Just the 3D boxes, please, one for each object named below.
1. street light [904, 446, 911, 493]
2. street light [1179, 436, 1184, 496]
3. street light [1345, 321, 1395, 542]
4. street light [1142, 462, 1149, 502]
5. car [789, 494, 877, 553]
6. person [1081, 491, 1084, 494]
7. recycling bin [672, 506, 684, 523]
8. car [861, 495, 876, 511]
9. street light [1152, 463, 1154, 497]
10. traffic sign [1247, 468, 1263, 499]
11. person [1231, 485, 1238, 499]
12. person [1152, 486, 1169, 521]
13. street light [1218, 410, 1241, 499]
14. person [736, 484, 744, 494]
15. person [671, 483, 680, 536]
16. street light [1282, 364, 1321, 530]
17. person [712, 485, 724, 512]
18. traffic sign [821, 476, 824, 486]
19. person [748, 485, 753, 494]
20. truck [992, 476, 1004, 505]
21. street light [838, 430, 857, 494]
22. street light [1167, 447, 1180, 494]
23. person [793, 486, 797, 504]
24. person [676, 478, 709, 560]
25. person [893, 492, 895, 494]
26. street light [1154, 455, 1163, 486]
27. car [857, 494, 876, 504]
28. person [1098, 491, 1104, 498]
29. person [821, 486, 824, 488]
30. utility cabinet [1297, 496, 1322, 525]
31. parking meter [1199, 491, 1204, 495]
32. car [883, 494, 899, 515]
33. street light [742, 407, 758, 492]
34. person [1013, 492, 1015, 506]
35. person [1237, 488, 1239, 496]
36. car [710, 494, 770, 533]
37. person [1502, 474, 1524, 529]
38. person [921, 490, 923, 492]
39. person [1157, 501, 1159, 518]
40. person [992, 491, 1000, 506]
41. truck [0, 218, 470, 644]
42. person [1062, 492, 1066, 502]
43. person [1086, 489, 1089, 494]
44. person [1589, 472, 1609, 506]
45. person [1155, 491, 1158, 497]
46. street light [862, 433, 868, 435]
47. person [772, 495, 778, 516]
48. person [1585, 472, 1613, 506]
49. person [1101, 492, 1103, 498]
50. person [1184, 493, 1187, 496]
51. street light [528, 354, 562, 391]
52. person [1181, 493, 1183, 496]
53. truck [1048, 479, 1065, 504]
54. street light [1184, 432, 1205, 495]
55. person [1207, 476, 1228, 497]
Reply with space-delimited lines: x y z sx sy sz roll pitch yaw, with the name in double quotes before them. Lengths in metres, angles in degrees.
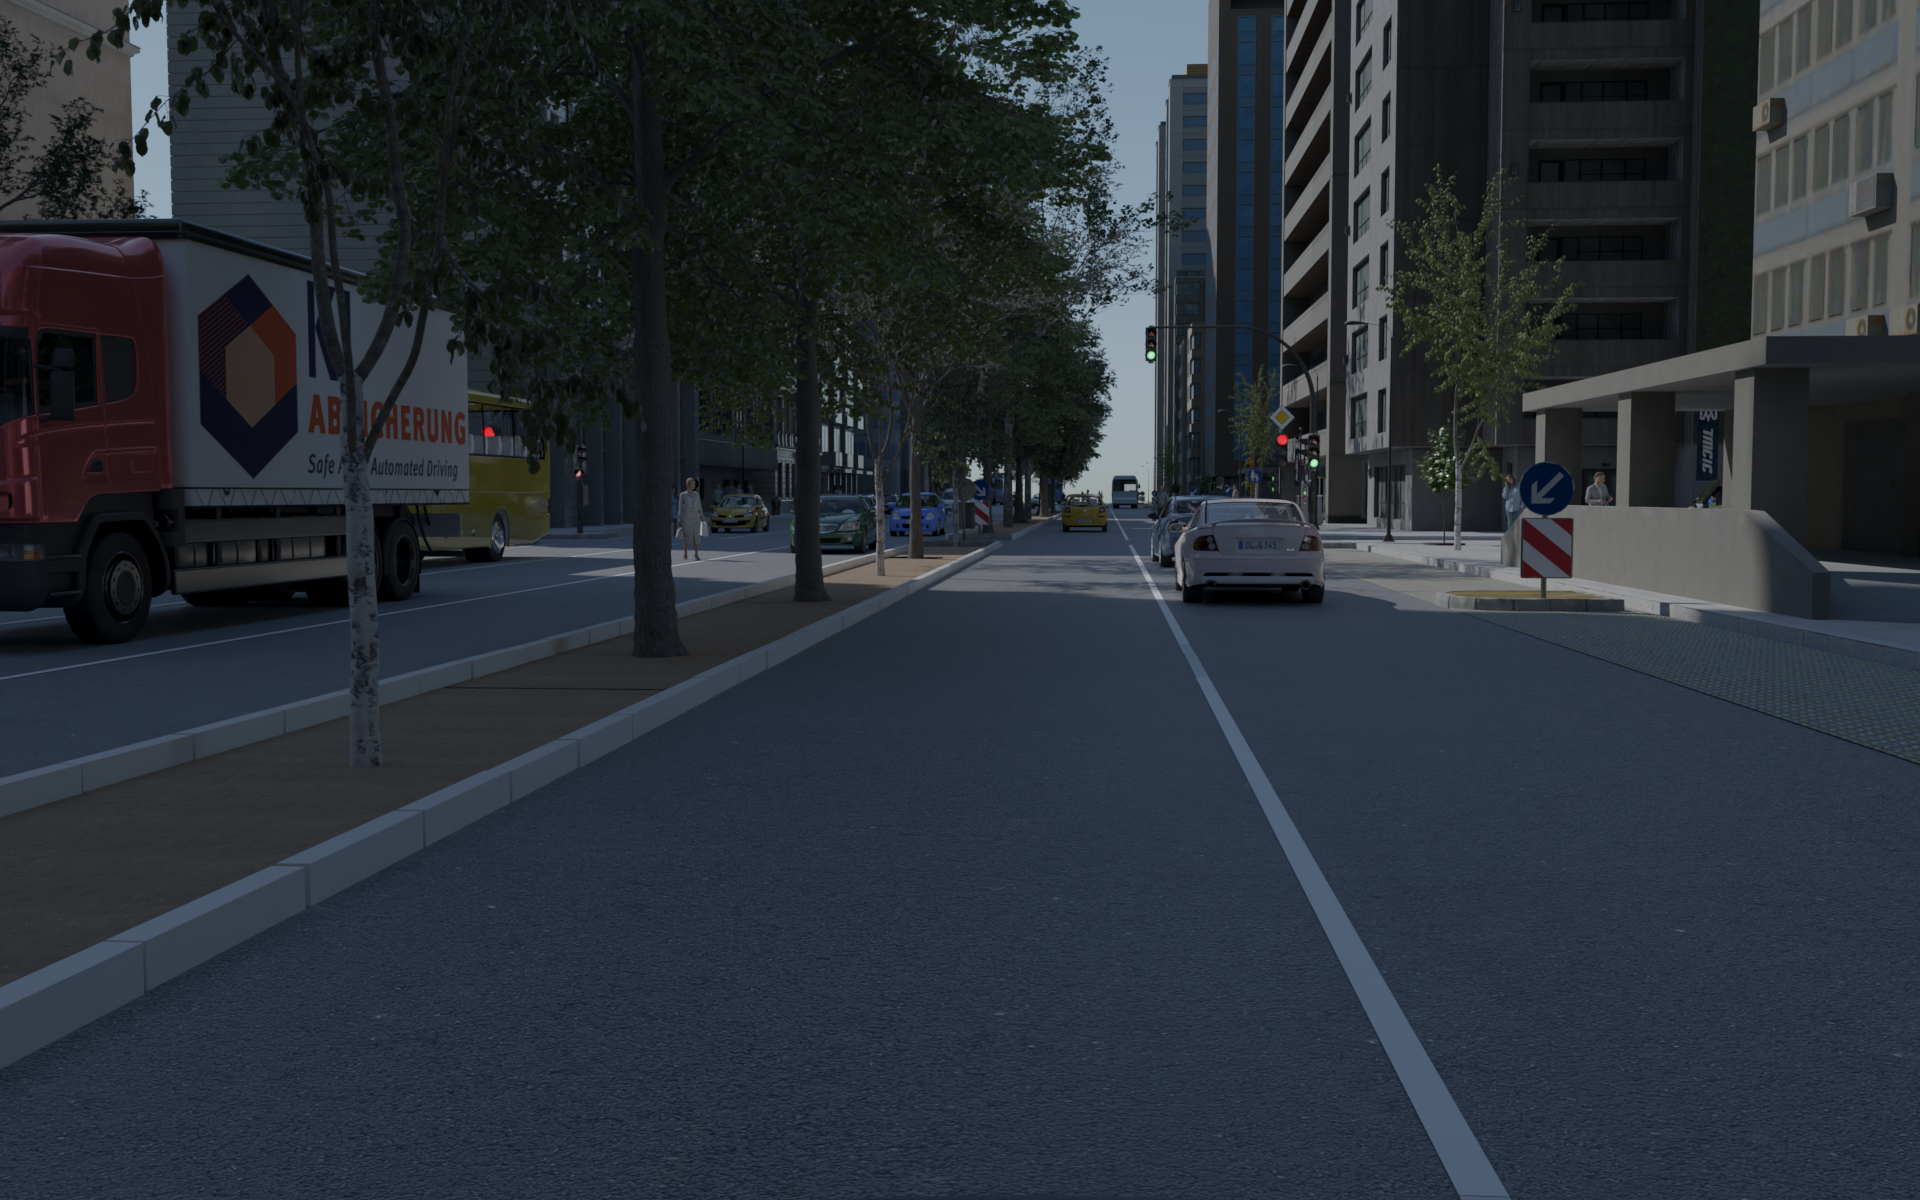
"street light" -4.830 -11.849 166.268 1.470 5.913 1.316 0 4 5
"street light" 18.427 -10.095 137.592 1.470 5.913 1.316 0 4 5
"street light" 10.995 -4.522 46.472 1.470 5.913 1.316 0 4 5
"street light" 27.916 -17.238 254.385 1.470 5.913 1.316 0 4 5
"car" -3.098 -1.928 43.322 2.131 1.459 4.920 0 4 4
"person" 13.376 -10.999 189.004 0.551 1.740 0.621 2 4 27
"recycling bin" -12.719 -3.975 77.537 0.722 1.027 0.722 1 4 18
"car" -4.427 -3.703 72.542 2.014 1.417 4.499 0 4 3
"street light" 25.140 -15.117 219.708 1.470 5.913 1.316 0 4 5
"traffic sign" 14.228 -5.112 83.689 0.768 2.556 0.104 0 4 8
"person" 15.394 -5.578 97.446 0.583 1.804 0.606 1 4 16
"person" 8.105 -3.720 69.812 0.782 1.767 0.515 2 4 35
"street light" 14.958 -7.538 95.788 1.470 5.913 1.316 0 4 5
"person" -11.524 -5.163 90.577 0.709 1.813 0.853 -3 4 -37
"person" -9.674 -3.061 58.633 0.616 1.811 0.778 0 4 2
"street light" 12.229 -5.476 62.066 1.470 5.913 1.316 0 4 5
"person" -12.469 -5.088 89.722 0.782 1.767 0.515 0 4 -7
"traffic sign" -9.344 -6.989 114.371 0.768 2.556 0.104 1 4 11
"person" -11.324 -5.361 93.878 0.728 1.800 0.709 -1 4 -20
"truck" 4.872 -14.671 229.630 2.967 4.110 18.799 0 4 4
"street light" -8.229 -9.352 125.454 1.470 5.913 1.316 0 4 5
"street light" 21.202 -12.186 171.779 1.470 5.913 1.316 0 4 5
"person" -10.283 -6.325 109.707 0.600 1.795 0.529 -3 5 -43
"person" -5.827 -1.762 37.669 0.694 1.780 0.624 -1 4 -11
"person" -5.997 -8.990 156.213 0.628 1.438 0.799 -1 4 -22
"street light" 24.094 -14.243 205.412 1.470 5.913 1.316 0 4 5
"car" -5.523 -5.209 96.965 2.131 1.459 4.920 0 4 6
"person" 16.596 -12.115 206.539 1.348 1.831 0.705 -1 4 -20
"person" -9.387 -6.958 119.827 0.660 1.820 0.620 2 4 27
"utility cabinet" 14.354 -3.672 71.193 1.020 1.237 0.306 1 4 12
"parking meter" 17.567 -7.185 125.893 0.372 1.533 0.369 0 3 0
"car" -4.573 -5.987 107.680 2.009 1.686 4.222 0 4 4
"street light" -10.944 -7.286 91.672 1.470 5.913 1.316 0 4 5
"person" 6.154 -11.723 200.996 0.721 1.723 1.217 -1 4 -8
"person" 21.260 -7.773 133.223 0.705 1.812 1.348 3 5 42
"car" -8.268 -3.355 65.083 2.015 1.641 3.980 0 4 3
"person" 14.452 -2.369 45.043 0.793 1.790 0.793 0 3 0
"person" -4.198 -11.159 189.205 1.217 1.735 0.721 -3 5 -42
"person" 11.998 -5.793 103.392 0.721 1.800 0.419 3 4 39
"person" 4.045 -11.895 202.996 1.348 1.823 0.705 2 4 34
"truck" -8.883 -1.902 20.015 2.839 4.237 11.283 0 4 5
"person" 12.407 -12.087 207.048 0.541 1.710 0.530 3 5 39
"person" 10.598 -8.243 143.256 0.705 1.826 1.348 1 4 16
"person" 15.695 -2.240 42.690 0.660 1.820 0.620 -3 4 -36
"person" 27.946 -14.640 246.082 0.551 1.740 0.621 0 4 -4
"street light" -7.575 -9.796 132.710 1.470 5.913 1.316 0 4 5
"person" -10.890 -5.582 101.971 0.373 1.253 0.362 -3 5 -43
"person" 15.268 -2.144 41.297 0.606 1.804 0.583 -1 4 -16
"person" 21.955 -15.917 268.754 0.705 1.823 1.348 1 4 9
"person" 22.738 -10.100 174.394 0.991 1.433 0.599 -2 4 -34
"street light" -13.768 -5.196 57.496 1.470 5.913 1.316 0 4 5
"person" 23.861 -10.861 186.850 0.599 1.433 0.991 1 4 17
"truck" 13.540 -15.765 247.518 2.967 4.110 18.799 0 4 4
"street light" 17.720 -9.590 129.345 1.470 5.913 1.316 0 4 5
"person" 6.156 -2.027 41.426 0.659 1.850 0.755 2 4 31
